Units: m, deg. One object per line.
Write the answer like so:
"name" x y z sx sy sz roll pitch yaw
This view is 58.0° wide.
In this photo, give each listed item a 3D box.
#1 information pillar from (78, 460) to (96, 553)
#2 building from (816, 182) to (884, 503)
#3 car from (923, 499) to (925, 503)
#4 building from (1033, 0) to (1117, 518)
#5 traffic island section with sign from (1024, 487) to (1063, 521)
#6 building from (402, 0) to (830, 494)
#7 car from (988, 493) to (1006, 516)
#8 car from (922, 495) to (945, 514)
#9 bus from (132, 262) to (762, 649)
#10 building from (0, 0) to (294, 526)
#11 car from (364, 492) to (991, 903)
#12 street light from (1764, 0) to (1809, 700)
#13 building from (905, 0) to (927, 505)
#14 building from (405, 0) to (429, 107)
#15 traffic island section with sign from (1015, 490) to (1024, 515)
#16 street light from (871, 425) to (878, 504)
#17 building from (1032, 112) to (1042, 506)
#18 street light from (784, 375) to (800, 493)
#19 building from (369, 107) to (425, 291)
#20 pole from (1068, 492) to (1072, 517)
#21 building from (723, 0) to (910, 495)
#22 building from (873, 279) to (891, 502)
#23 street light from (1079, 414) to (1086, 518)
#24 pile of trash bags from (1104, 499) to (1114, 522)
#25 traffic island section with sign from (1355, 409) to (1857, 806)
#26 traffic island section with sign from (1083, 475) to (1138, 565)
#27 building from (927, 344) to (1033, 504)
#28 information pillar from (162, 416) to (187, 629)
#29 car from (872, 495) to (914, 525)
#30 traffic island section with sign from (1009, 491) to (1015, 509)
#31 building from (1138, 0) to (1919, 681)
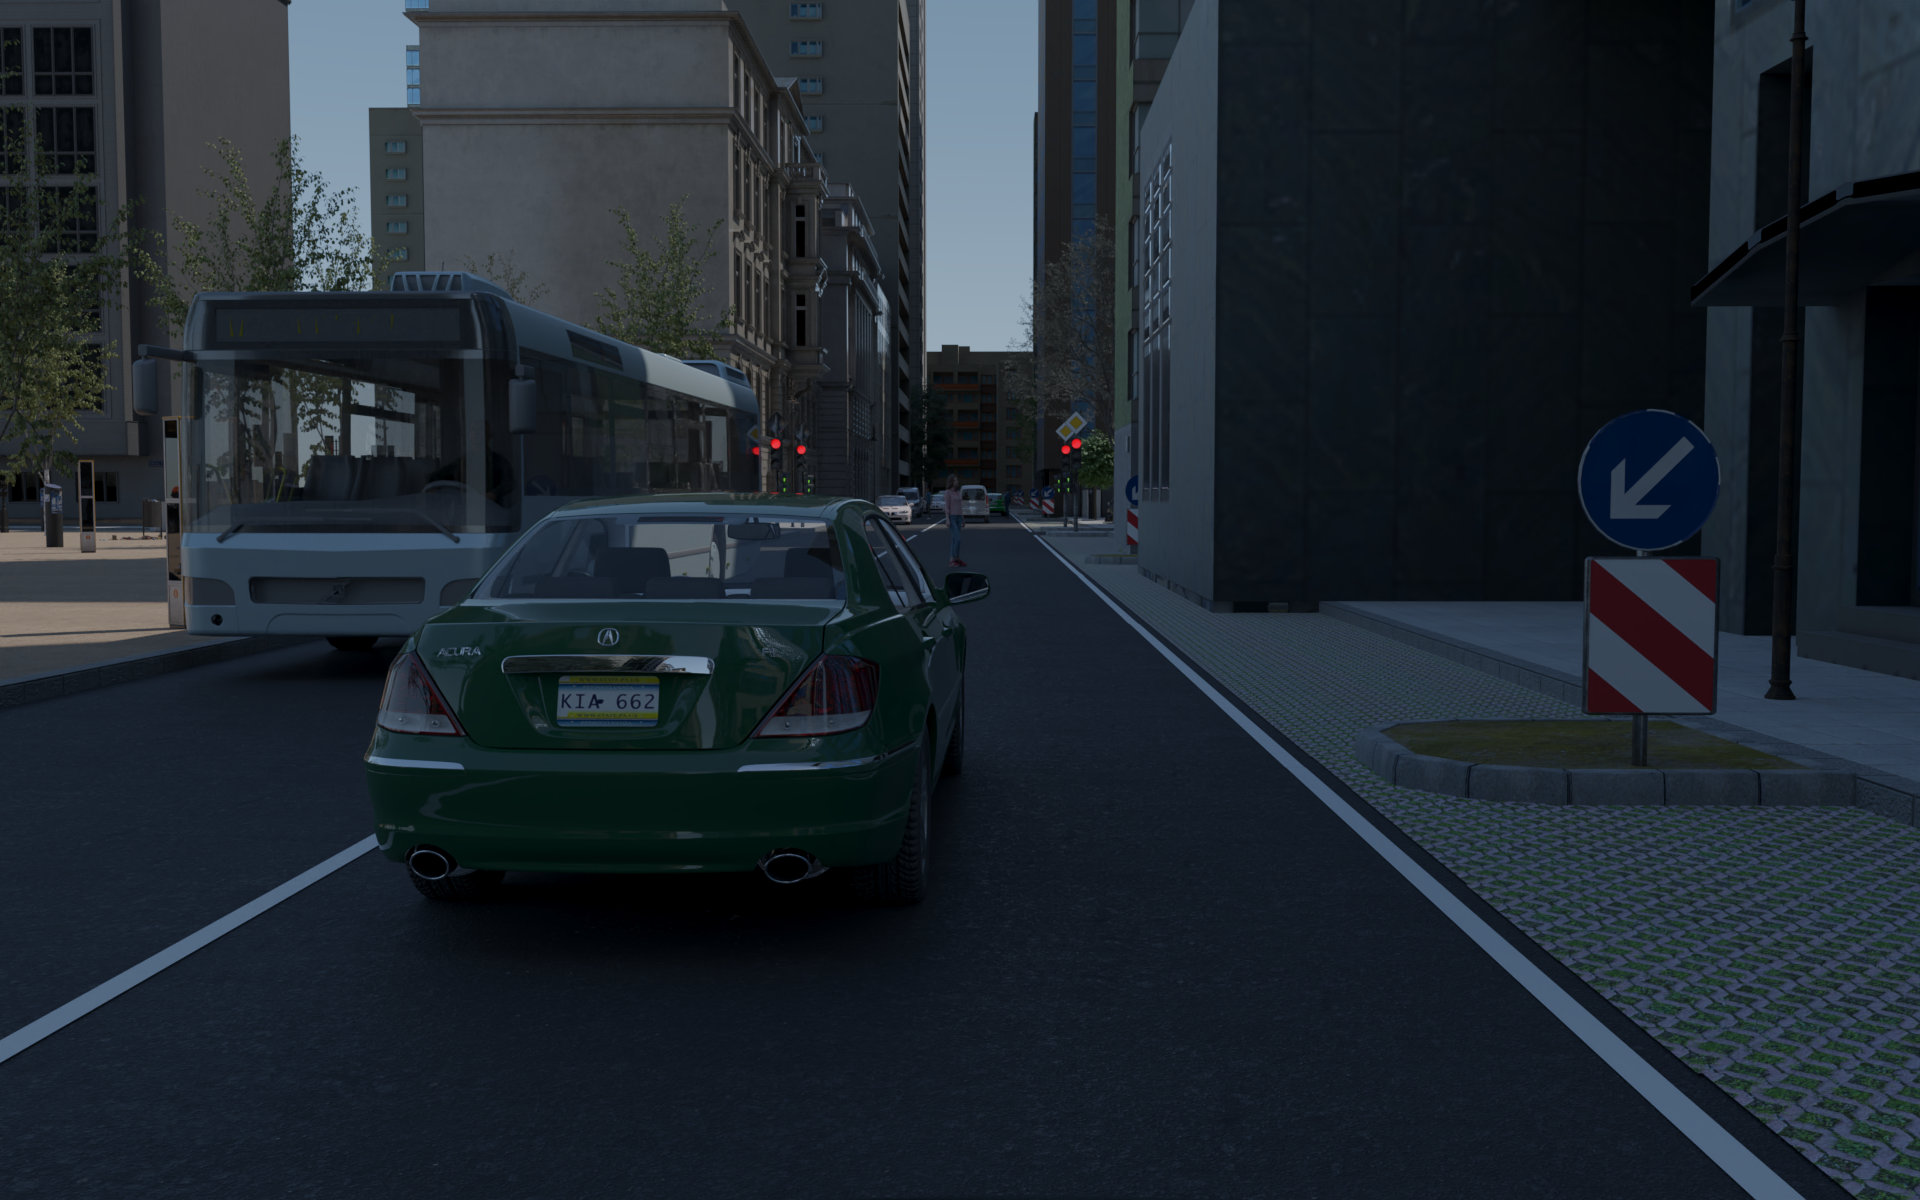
"information pillar" -19.065 -2.038 37.819 0.304 2.012 0.304 -2 4 -29
"building" -12.269 -16.573 112.768 13.314 21.916 24.055 0 4 1
"car" -2.530 -9.094 161.269 1.945 1.354 3.894 0 4 2
"building" 11.698 -27.654 102.259 14.600 45.320 14.200 0 4 1
"traffic island section with sign" 4.513 -5.062 91.391 1.989 1.847 2.006 0 4 1
"building" -13.654 -16.164 83.368 14.460 24.649 34.723 0 4 1
"car" 2.100 -6.374 113.007 1.959 1.807 4.718 0 4 -1
"car" -1.786 -7.066 127.888 2.083 1.381 4.827 0 4 0
"bus" -4.460 -1.461 18.748 2.948 3.499 13.247 0 4 2
"building" -42.979 -17.132 73.622 24.014 27.812 14.314 0 4 1
"car" -0.950 0.261 7.527 2.131 1.459 4.920 0 4 3
"street light" 5.142 -2.318 10.682 0.468 5.910 1.993 0 4 1
"building" -14.610 -47.031 207.215 20.611 71.187 20.563 0 4 1
"building" -61.589 -56.470 235.959 31.000 86.520 22.319 0 4 1
"traffic island section with sign" 4.948 -6.710 118.343 1.989 1.847 2.006 0 4 1
"street light" -5.671 -8.654 114.280 0.468 5.910 1.993 0 4 1
"building" 14.906 -30.879 188.471 14.154 41.232 14.086 0 4 1
"street light" -6.500 -5.767 67.086 0.468 5.910 1.993 0 4 1
"building" -56.336 -35.714 207.632 21.600 48.544 21.300 0 4 1
"pole" 6.089 -6.227 95.651 0.158 3.312 0.155 0 3 0
"building" -15.534 -32.345 152.548 21.300 48.544 21.600 0 4 1
"building" -10.970 -17.051 133.529 10.420 20.320 16.860 0 4 1
"street light" 6.578 -7.441 94.441 0.468 5.910 1.993 0 4 1
"pile of trash bags" 8.290 -4.284 79.804 3.447 1.369 1.912 2 4 24
"traffic island section with sign" 3.120 -0.014 8.857 1.989 1.847 2.006 0 4 1
"traffic island section with sign" 3.572 -1.662 35.808 1.989 1.847 2.006 0 4 1
"building" -0.442 -24.137 239.677 28.899 21.520 27.650 0 4 1
"information pillar" -7.371 -0.737 16.546 0.304 2.012 0.304 3 4 37
"car" -3.204 -4.225 81.443 2.083 1.381 4.827 0 4 0
"traffic island section with sign" 5.796 -9.795 168.769 1.989 1.847 2.006 0 4 1
"building" 14.103 -42.828 12.910 22.319 86.520 31.000 0 4 1
